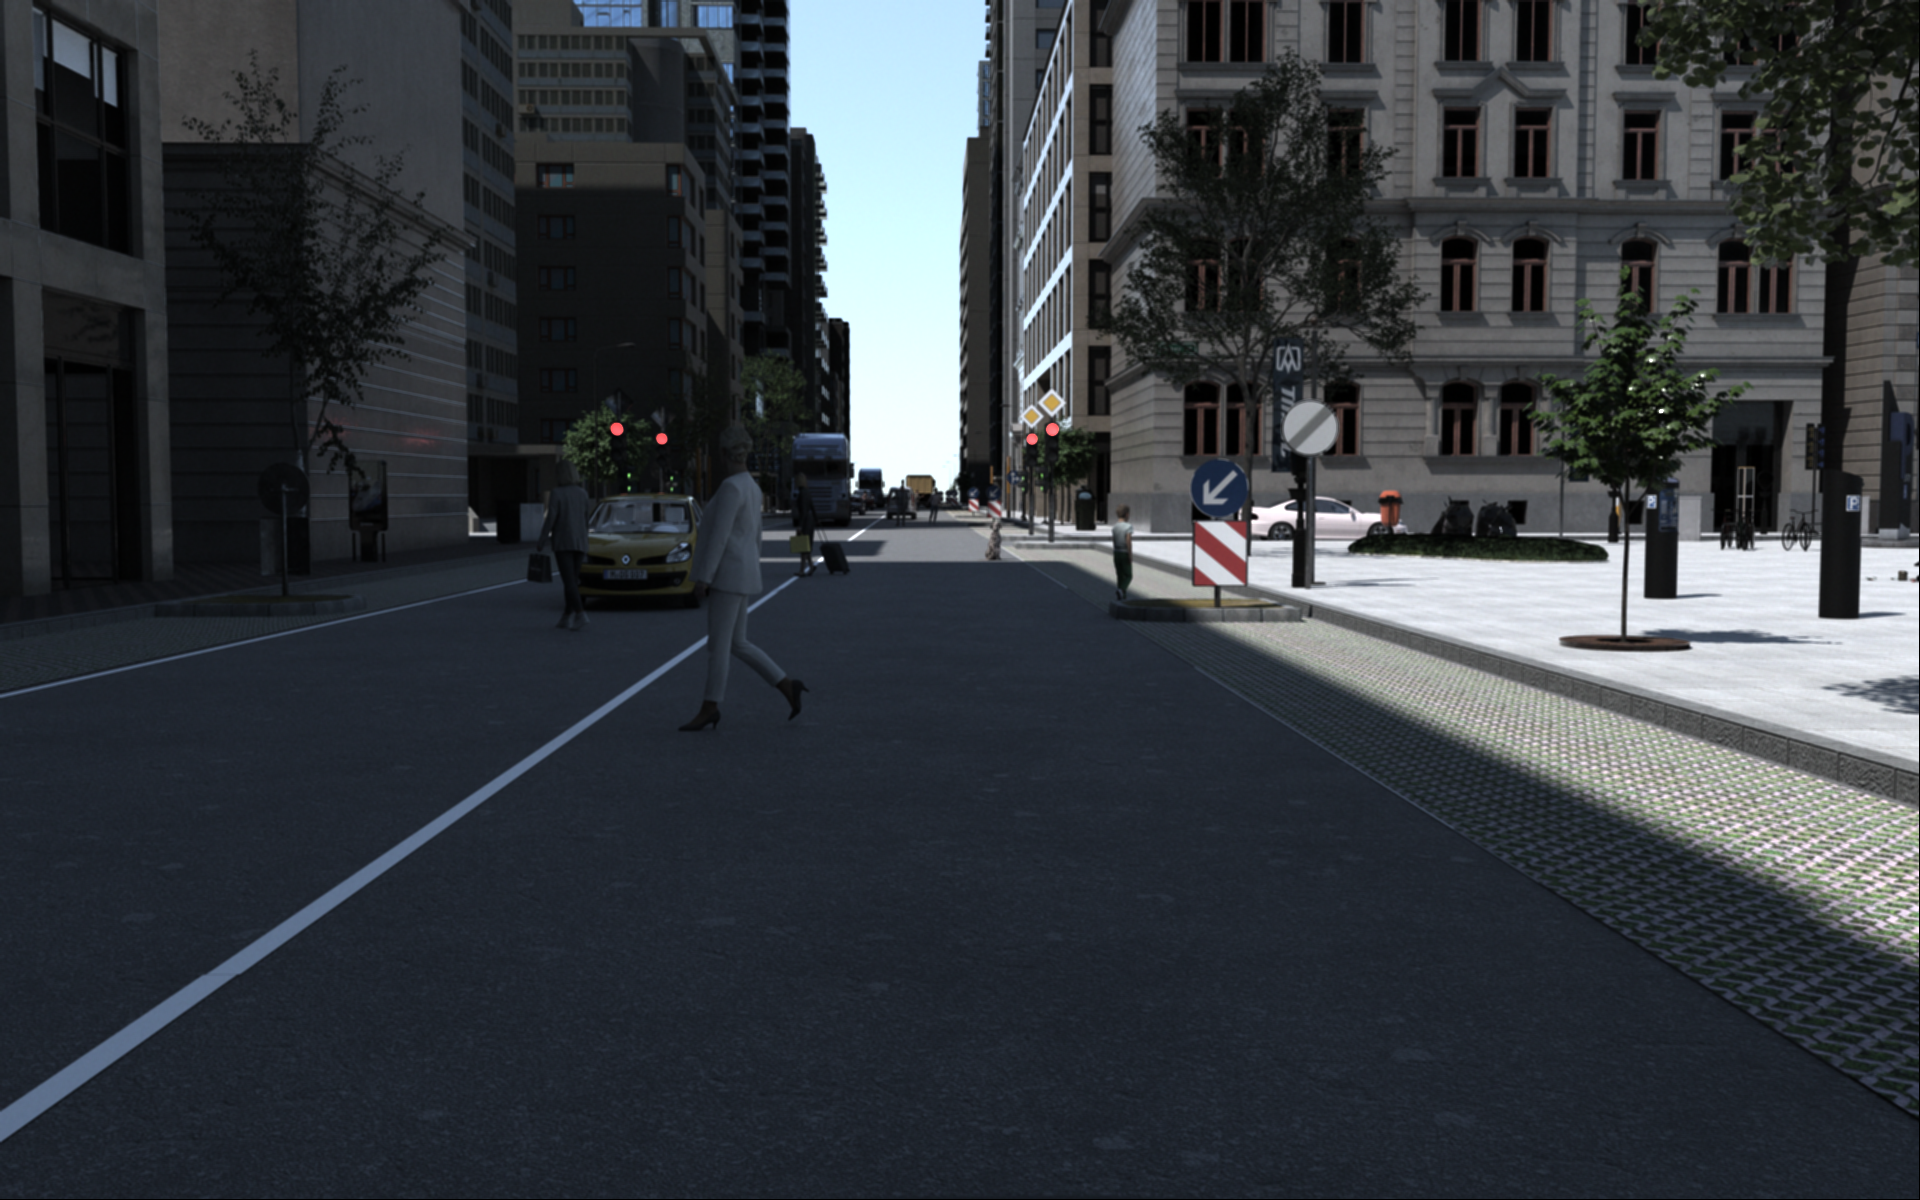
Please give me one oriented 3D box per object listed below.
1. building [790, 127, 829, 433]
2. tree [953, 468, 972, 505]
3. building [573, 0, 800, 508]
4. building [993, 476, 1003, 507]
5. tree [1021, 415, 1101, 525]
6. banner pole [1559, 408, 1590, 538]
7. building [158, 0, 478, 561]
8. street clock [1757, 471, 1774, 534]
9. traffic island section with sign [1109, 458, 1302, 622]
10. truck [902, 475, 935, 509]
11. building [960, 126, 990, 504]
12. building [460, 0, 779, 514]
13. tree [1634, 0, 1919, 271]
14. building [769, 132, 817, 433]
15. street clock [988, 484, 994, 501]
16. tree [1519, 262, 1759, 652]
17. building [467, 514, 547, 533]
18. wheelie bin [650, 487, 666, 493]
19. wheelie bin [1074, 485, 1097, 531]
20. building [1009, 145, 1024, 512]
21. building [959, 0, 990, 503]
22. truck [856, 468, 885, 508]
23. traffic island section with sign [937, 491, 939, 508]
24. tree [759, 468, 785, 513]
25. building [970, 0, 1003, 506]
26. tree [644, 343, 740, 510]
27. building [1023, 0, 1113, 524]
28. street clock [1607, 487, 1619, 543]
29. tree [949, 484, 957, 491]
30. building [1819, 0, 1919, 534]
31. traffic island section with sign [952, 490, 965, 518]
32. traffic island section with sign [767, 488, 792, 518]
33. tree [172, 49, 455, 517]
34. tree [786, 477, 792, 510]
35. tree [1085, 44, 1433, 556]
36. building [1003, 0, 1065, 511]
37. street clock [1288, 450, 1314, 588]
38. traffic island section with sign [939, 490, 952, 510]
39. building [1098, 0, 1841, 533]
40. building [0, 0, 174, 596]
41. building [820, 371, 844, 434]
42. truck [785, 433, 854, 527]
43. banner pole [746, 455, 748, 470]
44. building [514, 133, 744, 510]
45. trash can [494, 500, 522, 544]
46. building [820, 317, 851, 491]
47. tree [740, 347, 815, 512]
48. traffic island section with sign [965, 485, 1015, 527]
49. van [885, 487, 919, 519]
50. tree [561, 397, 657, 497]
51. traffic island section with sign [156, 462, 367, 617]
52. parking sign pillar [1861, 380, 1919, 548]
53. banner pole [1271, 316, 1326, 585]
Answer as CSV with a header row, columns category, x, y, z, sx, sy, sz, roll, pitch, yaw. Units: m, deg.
category,x,y,z,sx,sy,sz,roll,pitch,yaw
building,-28.801,-37.172,227.365,23.786,49.044,30.456,0,4,-1
tree,0.730,-13.983,212.335,4.285,4.588,4.351,0,3,0
building,-26.413,-52.224,166.531,22.319,86.520,31.000,0,4,-1
building,19.383,-29.347,171.698,32.217,40.220,23.993,0,4,-1
tree,4.163,-5.384,71.749,4.285,4.588,4.351,0,3,0
banner pole,15.280,-3.255,43.232,0.863,3.779,0.401,1,4,21
building,-24.079,-11.998,37.965,24.055,21.916,13.314,0,4,-1
street clock,25.558,-3.085,55.010,0.471,2.002,0.358,1,4,19
traffic island section with sign,2.776,-0.704,20.143,1.989,1.847,2.006,0,4,-1
truck,-4.073,-10.852,173.349,3.469,3.379,9.791,0,4,-3
building,11.268,-36.750,224.563,21.300,48.544,21.600,0,4,-1
building,-31.364,-27.397,139.815,32.217,40.220,23.993,0,4,-1
tree,6.569,-5.437,7.023,7.486,12.596,7.792,0,3,0
building,-23.268,-31.032,190.963,14.154,41.232,14.086,0,4,-1
street clock,2.190,-7.103,120.696,0.471,2.002,0.358,0,4,1
tree,5.596,-1.226,14.644,1.663,3.219,1.824,0,3,0
building,-30.398,-22.797,64.614,32.217,40.220,23.993,0,4,-1
wheelie bin,-13.888,-4.374,79.426,0.980,1.594,0.693,1,4,19
wheelie bin,4.400,-3.239,60.870,0.693,1.594,0.980,-1,4,-20
building,10.684,-20.366,118.880,13.634,28.700,20.117,0,4,-1
building,11.398,-57.325,249.927,22.319,86.520,31.000,0,4,-1
truck,-9.442,-12.020,186.290,2.967,4.110,18.799,0,4,-1
traffic island section with sign,-1.309,-10.540,180.955,1.989,1.847,2.006,0,4,-1
tree,-13.408,-7.575,118.450,1.663,3.219,1.824,0,3,0
building,11.755,-46.152,192.836,20.563,71.187,20.611,0,4,-1
tree,-12.715,-8.136,83.390,4.737,8.622,4.395,0,3,0
building,13.997,-17.551,91.476,19.350,26.468,34.151,0,4,-1
street clock,17.271,-2.518,45.735,0.471,2.002,0.358,-2,4,-34
tree,-0.910,-17.054,273.426,1.663,3.219,1.824,0,3,0
building,41.556,-16.132,61.021,25.104,27.353,12.463,0,4,-1
traffic island section with sign,0.675,-5.786,103.230,1.989,1.847,2.006,0,4,-1
traffic island section with sign,-10.468,-5.806,103.552,1.989,1.847,2.006,0,4,-1
tree,-11.118,-4.851,29.671,4.360,8.622,3.978,0,3,0
tree,-13.613,-9.015,142.004,1.663,3.219,1.824,0,3,0
tree,6.199,-6.182,35.494,7.601,10.594,8.767,-1,4,-17
building,14.097,-36.877,144.943,21.231,58.520,28.212,0,4,-1
street clock,4.671,-1.174,23.763,0.358,2.002,0.471,0,4,2
traffic island section with sign,-0.626,-8.892,154.008,1.989,1.847,2.006,0,4,-1
building,17.187,-16.809,62.211,23.554,28.519,14.401,0,4,-1
building,-21.014,-12.450,8.080,19.350,26.468,34.151,0,4,-1
building,-31.660,-25.243,257.764,27.650,21.520,28.899,0,4,-1
truck,-6.475,-5.684,82.692,2.967,4.110,18.799,0,4,-3
banner pole,-13.662,-7.394,110.905,0.401,3.779,0.863,-1,4,-14
building,-27.732,-15.572,99.645,27.650,21.520,28.899,0,4,-1
trash can,-11.714,-2.035,44.927,0.748,1.137,0.748,0,3,0
building,-24.969,-31.035,279.130,14.160,30.474,14.107,0,4,-1
tree,-14.088,-12.116,123.852,9.928,11.665,9.643,0,3,0
traffic island section with sign,1.356,-4.129,76.131,1.989,1.847,2.006,0,4,-1
van,-3.355,-5.670,99.715,2.013,2.044,4.112,0,4,0
tree,-11.777,-4.576,58.527,4.285,4.588,4.351,0,3,0
traffic island section with sign,-8.367,-0.759,21.033,1.989,1.847,2.006,0,4,-1
parking sign pillar,22.471,-3.246,41.544,1.447,3.967,1.447,3,5,40
banner pole,4.776,-2.107,24.466,0.863,3.779,0.401,-1,4,-13
